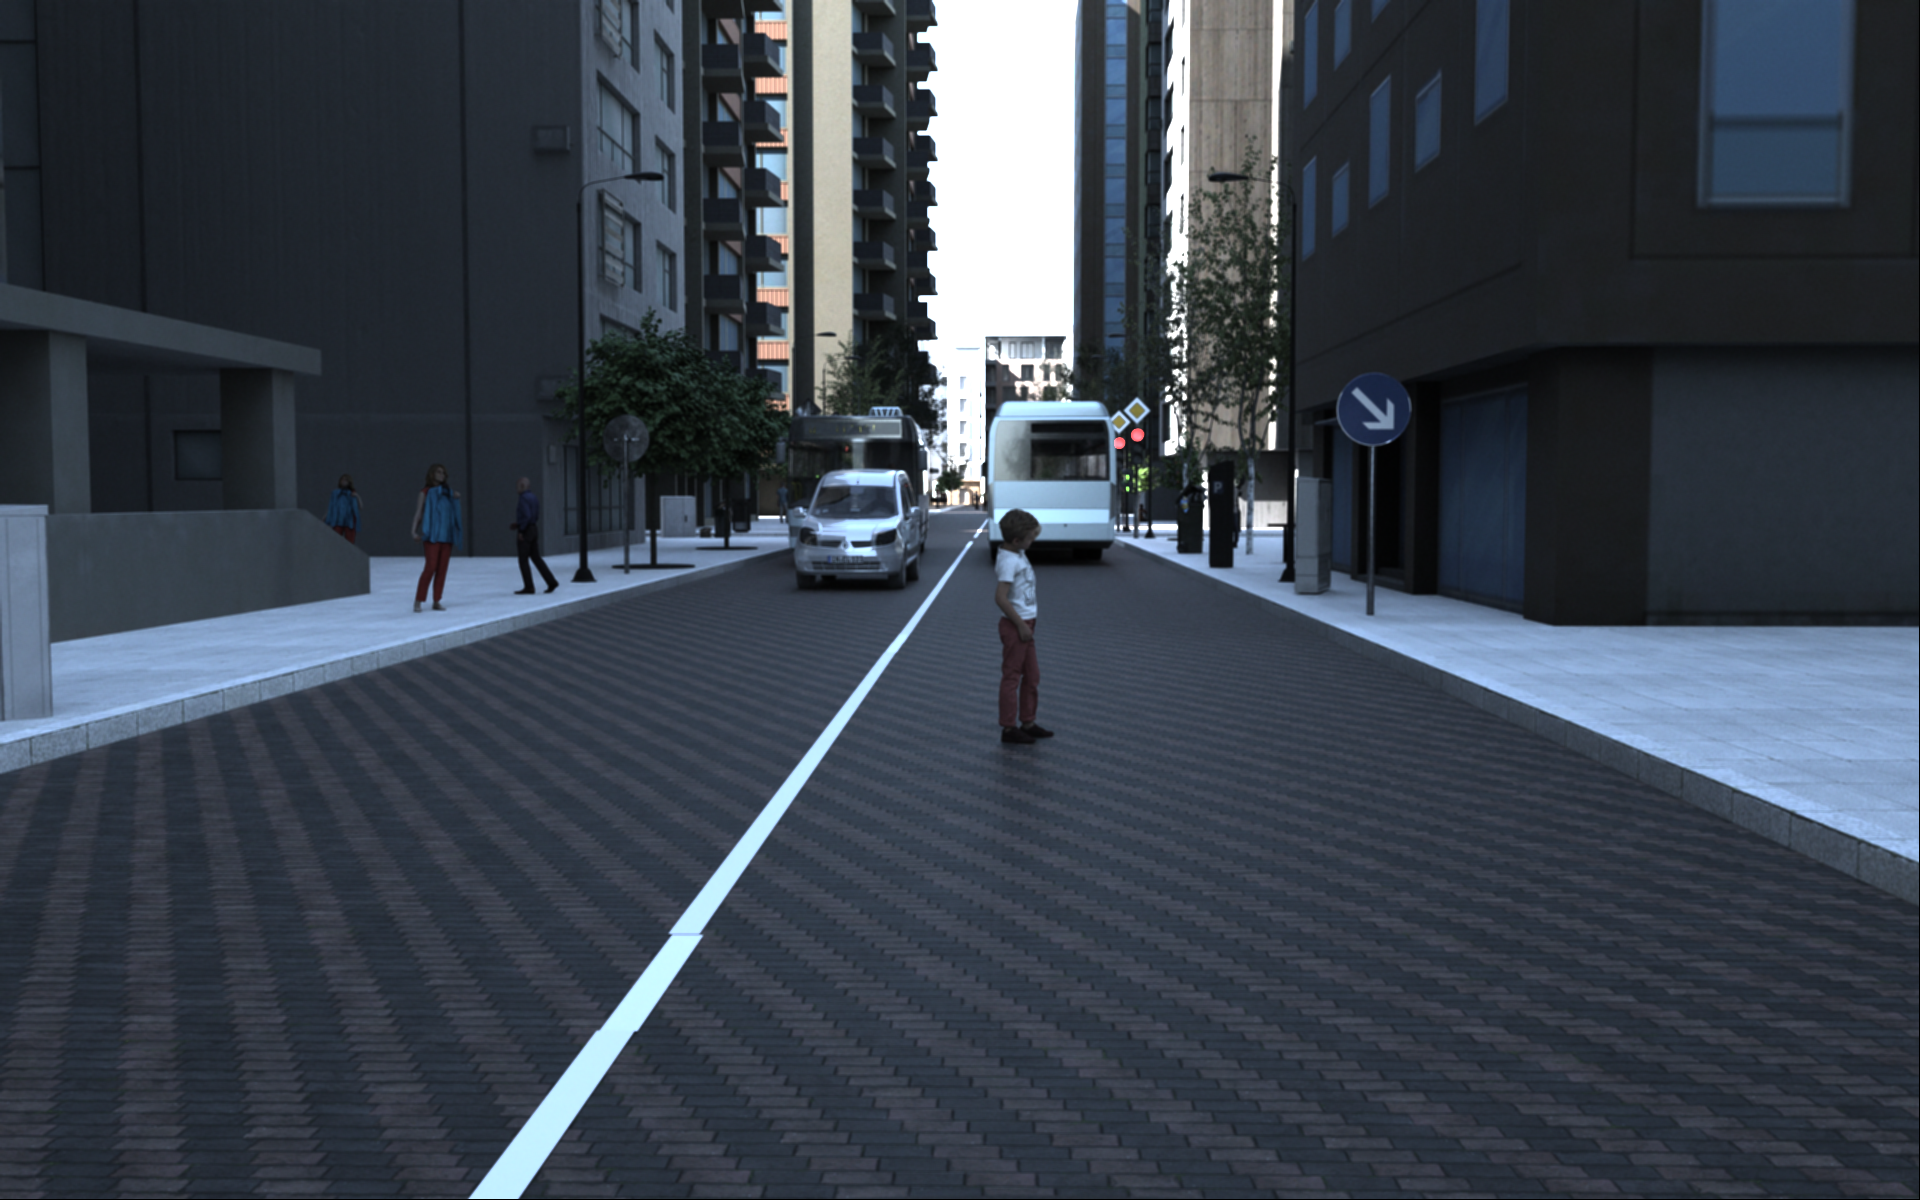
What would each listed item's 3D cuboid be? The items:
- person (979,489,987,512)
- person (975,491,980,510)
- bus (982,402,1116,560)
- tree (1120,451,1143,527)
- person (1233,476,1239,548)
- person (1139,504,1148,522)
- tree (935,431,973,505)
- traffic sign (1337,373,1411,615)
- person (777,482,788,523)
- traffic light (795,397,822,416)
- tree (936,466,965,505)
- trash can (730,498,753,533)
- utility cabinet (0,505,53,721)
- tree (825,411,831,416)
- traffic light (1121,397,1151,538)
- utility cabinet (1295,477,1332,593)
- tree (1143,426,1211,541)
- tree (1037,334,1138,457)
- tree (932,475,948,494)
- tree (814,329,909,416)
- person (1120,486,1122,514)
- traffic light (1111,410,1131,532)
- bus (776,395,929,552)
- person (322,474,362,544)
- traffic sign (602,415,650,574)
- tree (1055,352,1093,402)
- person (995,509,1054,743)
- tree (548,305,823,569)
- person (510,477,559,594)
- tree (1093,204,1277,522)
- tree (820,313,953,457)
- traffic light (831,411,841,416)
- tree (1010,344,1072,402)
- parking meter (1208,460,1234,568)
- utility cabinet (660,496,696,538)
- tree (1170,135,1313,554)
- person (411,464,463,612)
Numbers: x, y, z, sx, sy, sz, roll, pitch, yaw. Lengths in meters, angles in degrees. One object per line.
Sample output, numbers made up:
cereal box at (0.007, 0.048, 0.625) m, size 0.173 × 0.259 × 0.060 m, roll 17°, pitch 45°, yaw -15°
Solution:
person at (2.069, -8.106, 141.125) m, size 1.348 × 1.812 × 0.705 m, roll -2°, pitch 4°, yaw -31°
person at (1.580, -9.154, 158.970) m, size 0.445 × 1.727 × 0.742 m, roll 0°, pitch 4°, yaw 7°
bus at (1.950, -2.826, 41.061) m, size 2.948 × 3.499 × 13.247 m, roll 0°, pitch 4°, yaw 1°
tree at (6.957, -4.440, 67.200) m, size 1.663 × 3.219 × 1.824 m, roll 0°, pitch 3°, yaw 0°
person at (6.345, -2.127, 41.342) m, size 0.617 × 1.759 × 0.750 m, roll -2°, pitch 4°, yaw -34°
person at (8.409, -3.979, 79.389) m, size 0.859 × 0.850 × 0.655 m, roll -2°, pitch 4°, yaw -35°
tree at (-0.670, -15.134, 197.805) m, size 4.360 × 8.622 × 3.978 m, roll 0°, pitch 3°, yaw 0°
traffic sign at (4.351, -1.112, 18.290) m, size 0.768 × 2.556 × 0.104 m, roll 0°, pitch 4°, yaw 7°
person at (-7.799, -4.314, 76.710) m, size 0.598 × 1.807 × 0.434 m, roll 1°, pitch 4°, yaw 21°
traffic light at (-4.384, -3.760, 50.392) m, size 0.839 × 4.253 × 0.868 m, roll 0°, pitch 4°, yaw 2°
tree at (-1.144, -13.361, 202.165) m, size 4.285 × 4.588 × 4.351 m, roll 0°, pitch 3°, yaw 0°
trash can at (-7.312, -2.831, 57.942) m, size 0.748 × 1.137 × 0.748 m, roll 0°, pitch 3°, yaw 0°
utility cabinet at (-5.691, 0.061, 10.163) m, size 1.020 × 1.237 × 0.306 m, roll 3°, pitch 5°, yaw 42°
tree at (-5.417, -3.457, 40.240) m, size 4.285 × 4.588 × 4.351 m, roll 0°, pitch 3°, yaw 0°
traffic light at (5.094, -3.745, 50.157) m, size 0.839 × 4.253 × 0.868 m, roll 0°, pitch 4°, yaw 2°
utility cabinet at (4.623, -0.851, 22.586) m, size 0.318 × 1.500 × 1.173 m, roll 1°, pitch 4°, yaw 20°
tree at (6.358, -3.265, 47.989) m, size 1.663 × 3.219 × 1.824 m, roll 0°, pitch 3°, yaw 0°
tree at (7.671, -10.256, 102.092) m, size 8.767 × 10.594 × 7.601 m, roll 2°, pitch 4°, yaw 23°
tree at (-1.828, -10.640, 168.562) m, size 1.663 × 3.219 × 1.824 m, roll 0°, pitch 3°, yaw 0°
tree at (-4.487, -7.836, 78.479) m, size 4.737 × 8.622 × 4.395 m, roll 0°, pitch 3°, yaw 0°
person at (10.107, -6.331, 109.688) m, size 0.434 × 1.807 × 0.598 m, roll 1°, pitch 4°, yaw 10°
traffic light at (5.307, -4.234, 58.139) m, size 0.839 × 4.253 × 0.868 m, roll 0°, pitch 4°, yaw 2°
bus at (-2.103, -2.731, 39.514) m, size 2.948 × 3.499 × 13.247 m, roll 0°, pitch 3°, yaw 0°
person at (-10.207, -1.277, 28.632) m, size 0.593 × 1.614 × 0.444 m, roll 1°, pitch 4°, yaw 13°
traffic sign at (-5.370, -1.696, 27.843) m, size 0.768 × 2.556 × 0.104 m, roll 0°, pitch 4°, yaw 4°
tree at (7.018, -7.914, 79.756) m, size 4.360 × 8.622 × 3.978 m, roll 0°, pitch 3°, yaw 0°
person at (0.376, 0.146, 10.028) m, size 0.340 × 1.345 × 0.435 m, roll 0°, pitch 4°, yaw 3°
tree at (-5.425, -2.846, 30.241) m, size 4.285 × 4.588 × 4.351 m, roll 0°, pitch 3°, yaw 0°
person at (-5.586, -0.831, 22.330) m, size 0.600 × 1.496 × 0.574 m, roll 2°, pitch 4°, yaw 32°
tree at (5.856, -5.730, 44.046) m, size 4.360 × 8.622 × 3.978 m, roll 0°, pitch 3°, yaw 0°
tree at (-3.814, -9.443, 88.803) m, size 7.601 × 10.594 × 8.767 m, roll 1°, pitch 4°, yaw 10°
traffic light at (-4.171, -4.248, 58.375) m, size 0.839 × 4.253 × 0.868 m, roll 0°, pitch 4°, yaw 2°
tree at (8.074, -14.210, 142.710) m, size 12.009 × 13.543 × 11.850 m, roll 0°, pitch 3°, yaw 0°
parking meter at (4.554, -1.498, 30.211) m, size 0.399 × 1.863 × 0.255 m, roll 3°, pitch 5°, yaw 42°
utility cabinet at (-8.335, -2.450, 51.219) m, size 1.020 × 1.237 × 0.306 m, roll -2°, pitch 4°, yaw -34°
tree at (6.396, -5.278, 36.656) m, size 4.737 × 8.622 × 4.395 m, roll 0°, pitch 3°, yaw 0°
person at (-5.753, -0.691, 19.051) m, size 0.593 × 1.614 × 0.444 m, roll -2°, pitch 4°, yaw -28°
